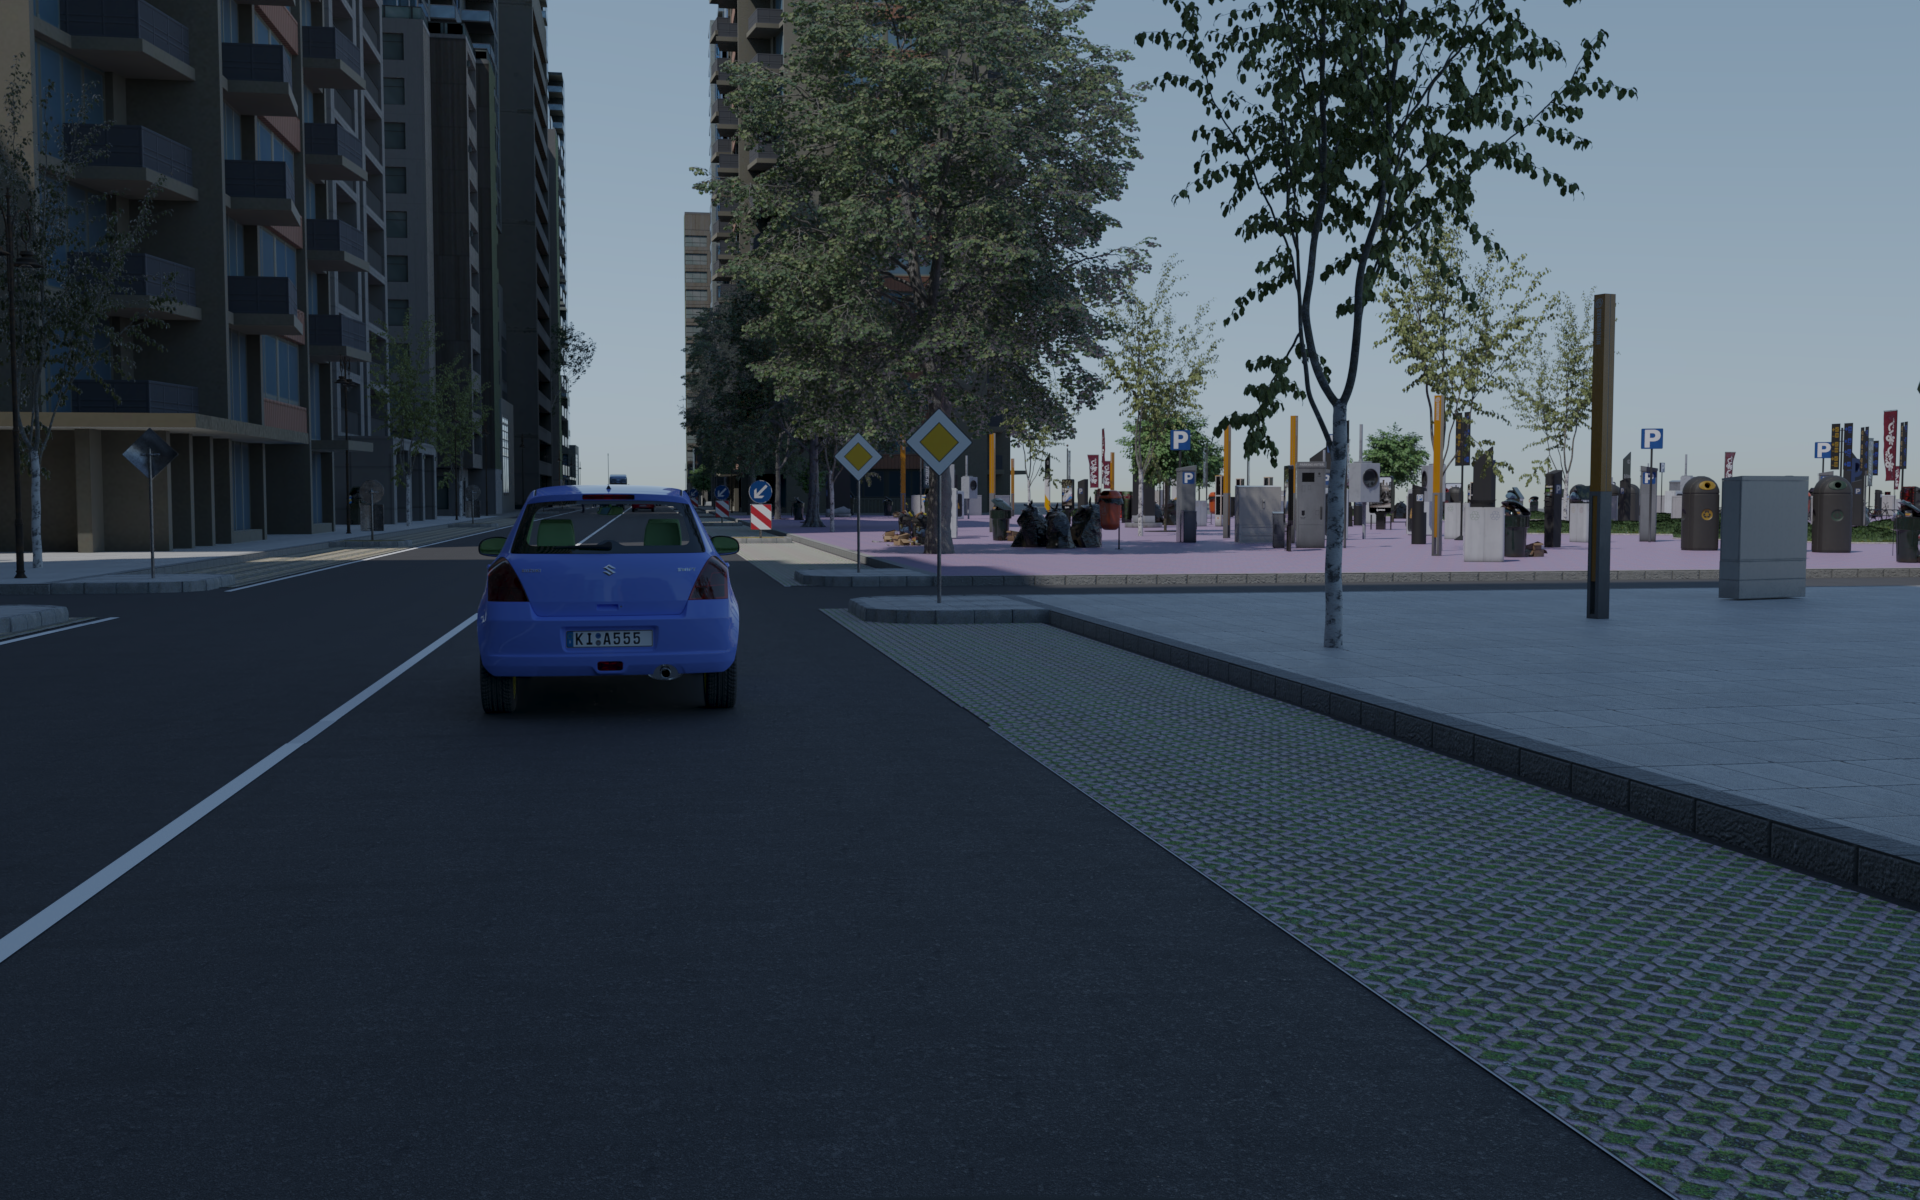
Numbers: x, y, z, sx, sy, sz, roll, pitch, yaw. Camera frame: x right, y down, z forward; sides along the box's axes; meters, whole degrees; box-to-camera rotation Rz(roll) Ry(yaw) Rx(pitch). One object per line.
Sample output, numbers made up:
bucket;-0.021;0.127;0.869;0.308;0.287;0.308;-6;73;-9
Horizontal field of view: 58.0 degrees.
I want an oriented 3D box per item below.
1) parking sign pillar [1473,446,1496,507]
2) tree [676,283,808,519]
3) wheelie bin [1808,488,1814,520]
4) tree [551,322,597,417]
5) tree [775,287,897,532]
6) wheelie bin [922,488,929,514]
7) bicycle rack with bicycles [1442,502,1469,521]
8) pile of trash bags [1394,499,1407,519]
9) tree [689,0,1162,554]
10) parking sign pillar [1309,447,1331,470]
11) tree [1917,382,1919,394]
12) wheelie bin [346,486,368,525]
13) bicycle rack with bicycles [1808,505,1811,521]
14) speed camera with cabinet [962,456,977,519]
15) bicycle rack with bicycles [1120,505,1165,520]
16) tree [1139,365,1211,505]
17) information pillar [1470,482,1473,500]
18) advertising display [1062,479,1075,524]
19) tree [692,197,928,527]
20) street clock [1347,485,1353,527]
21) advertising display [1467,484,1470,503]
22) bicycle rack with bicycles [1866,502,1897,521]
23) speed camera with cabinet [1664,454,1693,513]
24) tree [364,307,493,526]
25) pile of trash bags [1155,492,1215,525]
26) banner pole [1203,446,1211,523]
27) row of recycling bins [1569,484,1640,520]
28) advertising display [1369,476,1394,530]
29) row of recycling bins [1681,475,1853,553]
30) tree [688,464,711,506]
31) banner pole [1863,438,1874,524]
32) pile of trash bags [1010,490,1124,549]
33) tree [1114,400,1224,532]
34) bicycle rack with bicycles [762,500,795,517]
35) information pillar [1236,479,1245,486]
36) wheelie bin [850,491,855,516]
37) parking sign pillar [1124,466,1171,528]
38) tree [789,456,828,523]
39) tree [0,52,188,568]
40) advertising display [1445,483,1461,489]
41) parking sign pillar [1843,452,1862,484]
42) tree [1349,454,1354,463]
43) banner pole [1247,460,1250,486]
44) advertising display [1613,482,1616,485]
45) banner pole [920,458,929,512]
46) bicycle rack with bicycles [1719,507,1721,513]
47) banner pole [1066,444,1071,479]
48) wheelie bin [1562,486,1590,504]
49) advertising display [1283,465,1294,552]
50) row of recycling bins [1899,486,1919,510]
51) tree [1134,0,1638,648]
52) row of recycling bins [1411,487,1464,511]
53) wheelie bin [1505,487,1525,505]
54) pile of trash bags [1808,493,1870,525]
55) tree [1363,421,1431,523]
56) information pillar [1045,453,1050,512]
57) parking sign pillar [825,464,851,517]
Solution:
parking sign pillar;29.766;-6.718;98.312;1.447;3.967;1.447;-2;4;-34
tree;-9.164;-10.848;87.742;12.009;13.543;11.850;0;3;0
wheelie bin;41.641;-4.683;84.474;0.980;1.594;0.693;-3;4;-38
tree;-43.445;-19.455;173.983;12.611;20.169;13.585;0;3;0
tree;-4.243;-6.580;57.943;4.360;8.622;3.978;0;3;0
wheelie bin;-1.379;-4.771;85.918;0.980;1.594;0.693;-2;4;-24
bicycle rack with bicycles;23.064;-4.154;81.303;2.925;0.926;2.852;-2;4;-32
pile of trash bags;22.998;-4.876;89.478;3.447;1.369;1.912;-1;4;-21
tree;-0.563;-7.971;36.974;9.857;13.997;8.962;0;3;0
parking sign pillar;18.496;-6.108;88.336;1.447;3.967;1.447;2;4;30
tree;5.055;-3.414;6.180;4.737;8.622;4.395;0;3;0
wheelie bin;-25.075;-3.931;72.173;0.693;1.594;0.980;1;4;16
bicycle rack with bicycles;42.042;-4.692;90.089;2.925;0.926;2.852;-1;4;-21
speed camera with cabinet;0.047;-5.756;88.443;0.660;3.252;2.038;3;5;40
bicycle rack with bicycles;9.384;-4.352;84.540;2.925;0.926;2.852;3;5;41
tree;11.679;-8.987;97.305;4.360;8.622;3.978;0;3;0
information pillar;31.521;-6.240;106.520;0.304;2.012;0.304;1;4;13
advertising display;4.624;-4.216;74.138;0.123;1.923;0.974;-2;4;-24
tree;-5.597;-9.176;67.039;9.611;12.733;9.660;0;3;0
street clock;15.348;-3.886;68.109;0.358;2.002;0.471;0;4;0
advertising display;32.983;-6.462;110.865;0.974;1.923;0.123;2;4;24
bicycle rack with bicycles;40.053;-3.858;76.461;2.925;0.926;2.852;0;4;0
speed camera with cabinet;35.636;-5.579;85.556;2.038;3.252;0.660;-3;4;-37
tree;-21.936;-7.270;69.227;4.737;8.622;4.395;0;3;0
pile of trash bags;9.440;-3.806;71.975;3.447;1.369;1.912;-2;4;-28
banner pole;10.929;-5.329;77.144;0.401;3.779;0.863;2;4;24
row of recycling bins;26.199;-3.876;70.488;1.069;1.692;3.534;-2;4;-25
advertising display;15.138;-3.489;62.253;0.123;1.923;0.974;-3;5;-41
row of recycling bins;18.017;-1.937;38.782;3.534;1.692;1.069;2;4;33
tree;-27.991;-12.553;188.947;4.285;4.588;4.351;0;3;0
banner pole;35.523;-4.754;67.738;0.863;3.779;0.401;-3;5;-40
pile of trash bags;2.737;-1.926;41.241;1.912;1.369;3.447;-2;4;-33
tree;6.917;-4.596;58.865;4.285;4.588;4.351;0;3;0
bicycle rack with bicycles;-10.204;-5.227;98.851;2.852;0.926;2.925;0;4;-7
information pillar;13.225;-4.729;81.810;0.304;2.012;0.304;-3;5;-42
wheelie bin;-6.650;-5.854;103.613;0.693;1.594;0.980;0;4;-6
parking sign pillar;7.028;-4.757;66.242;1.447;3.967;1.447;-1;4;-16
tree;-6.600;-5.063;77.383;1.663;3.219;1.824;0;3;0
tree;-15.878;-4.872;30.016;4.360;8.622;3.978;0;3;0
advertising display;28.406;-5.775;99.634;0.974;1.923;0.123;1;4;23
parking sign pillar;48.464;-6.453;93.985;1.447;3.967;1.447;-2;4;-34
tree;18.505;-5.384;82.636;1.663;3.219;1.824;0;3;0
banner pole;14.062;-5.775;84.431;0.401;3.779;0.863;1;4;20
advertising display;33.850;-5.233;90.775;0.974;1.923;0.123;3;5;40
banner pole;-1.860;-6.212;91.576;0.863;3.779;0.401;-2;4;-26
bicycle rack with bicycles;38.395;-4.522;87.310;2.925;0.926;2.852;2;4;32
banner pole;5.477;-5.956;87.405;0.401;3.779;0.863;1;4;19
wheelie bin;23.330;-3.491;64.983;0.980;1.594;0.693;-1;4;-16
advertising display;7.385;-2.064;38.957;0.123;1.923;0.974;0;4;5
row of recycling bins;50.069;-5.147;91.264;1.069;1.692;3.534;2;4;24
tree;3.296;-3.919;14.432;4.737;8.622;4.395;0;3;0
row of recycling bins;26.226;-5.402;95.443;3.534;1.692;1.069;-2;4;-27
wheelie bin;24.799;-4.255;77.469;0.693;1.594;0.980;3;4;36
pile of trash bags;36.388;-3.839;72.520;1.912;1.369;3.447;-1;4;-18
tree;19.569;-5.776;78.145;4.285;4.588;4.351;0;3;0
information pillar;4.992;-6.560;98.612;0.183;3.616;0.504;-2;4;-30
parking sign pillar;-6.788;-6.603;96.439;1.447;3.967;1.447;-1;4;-17
